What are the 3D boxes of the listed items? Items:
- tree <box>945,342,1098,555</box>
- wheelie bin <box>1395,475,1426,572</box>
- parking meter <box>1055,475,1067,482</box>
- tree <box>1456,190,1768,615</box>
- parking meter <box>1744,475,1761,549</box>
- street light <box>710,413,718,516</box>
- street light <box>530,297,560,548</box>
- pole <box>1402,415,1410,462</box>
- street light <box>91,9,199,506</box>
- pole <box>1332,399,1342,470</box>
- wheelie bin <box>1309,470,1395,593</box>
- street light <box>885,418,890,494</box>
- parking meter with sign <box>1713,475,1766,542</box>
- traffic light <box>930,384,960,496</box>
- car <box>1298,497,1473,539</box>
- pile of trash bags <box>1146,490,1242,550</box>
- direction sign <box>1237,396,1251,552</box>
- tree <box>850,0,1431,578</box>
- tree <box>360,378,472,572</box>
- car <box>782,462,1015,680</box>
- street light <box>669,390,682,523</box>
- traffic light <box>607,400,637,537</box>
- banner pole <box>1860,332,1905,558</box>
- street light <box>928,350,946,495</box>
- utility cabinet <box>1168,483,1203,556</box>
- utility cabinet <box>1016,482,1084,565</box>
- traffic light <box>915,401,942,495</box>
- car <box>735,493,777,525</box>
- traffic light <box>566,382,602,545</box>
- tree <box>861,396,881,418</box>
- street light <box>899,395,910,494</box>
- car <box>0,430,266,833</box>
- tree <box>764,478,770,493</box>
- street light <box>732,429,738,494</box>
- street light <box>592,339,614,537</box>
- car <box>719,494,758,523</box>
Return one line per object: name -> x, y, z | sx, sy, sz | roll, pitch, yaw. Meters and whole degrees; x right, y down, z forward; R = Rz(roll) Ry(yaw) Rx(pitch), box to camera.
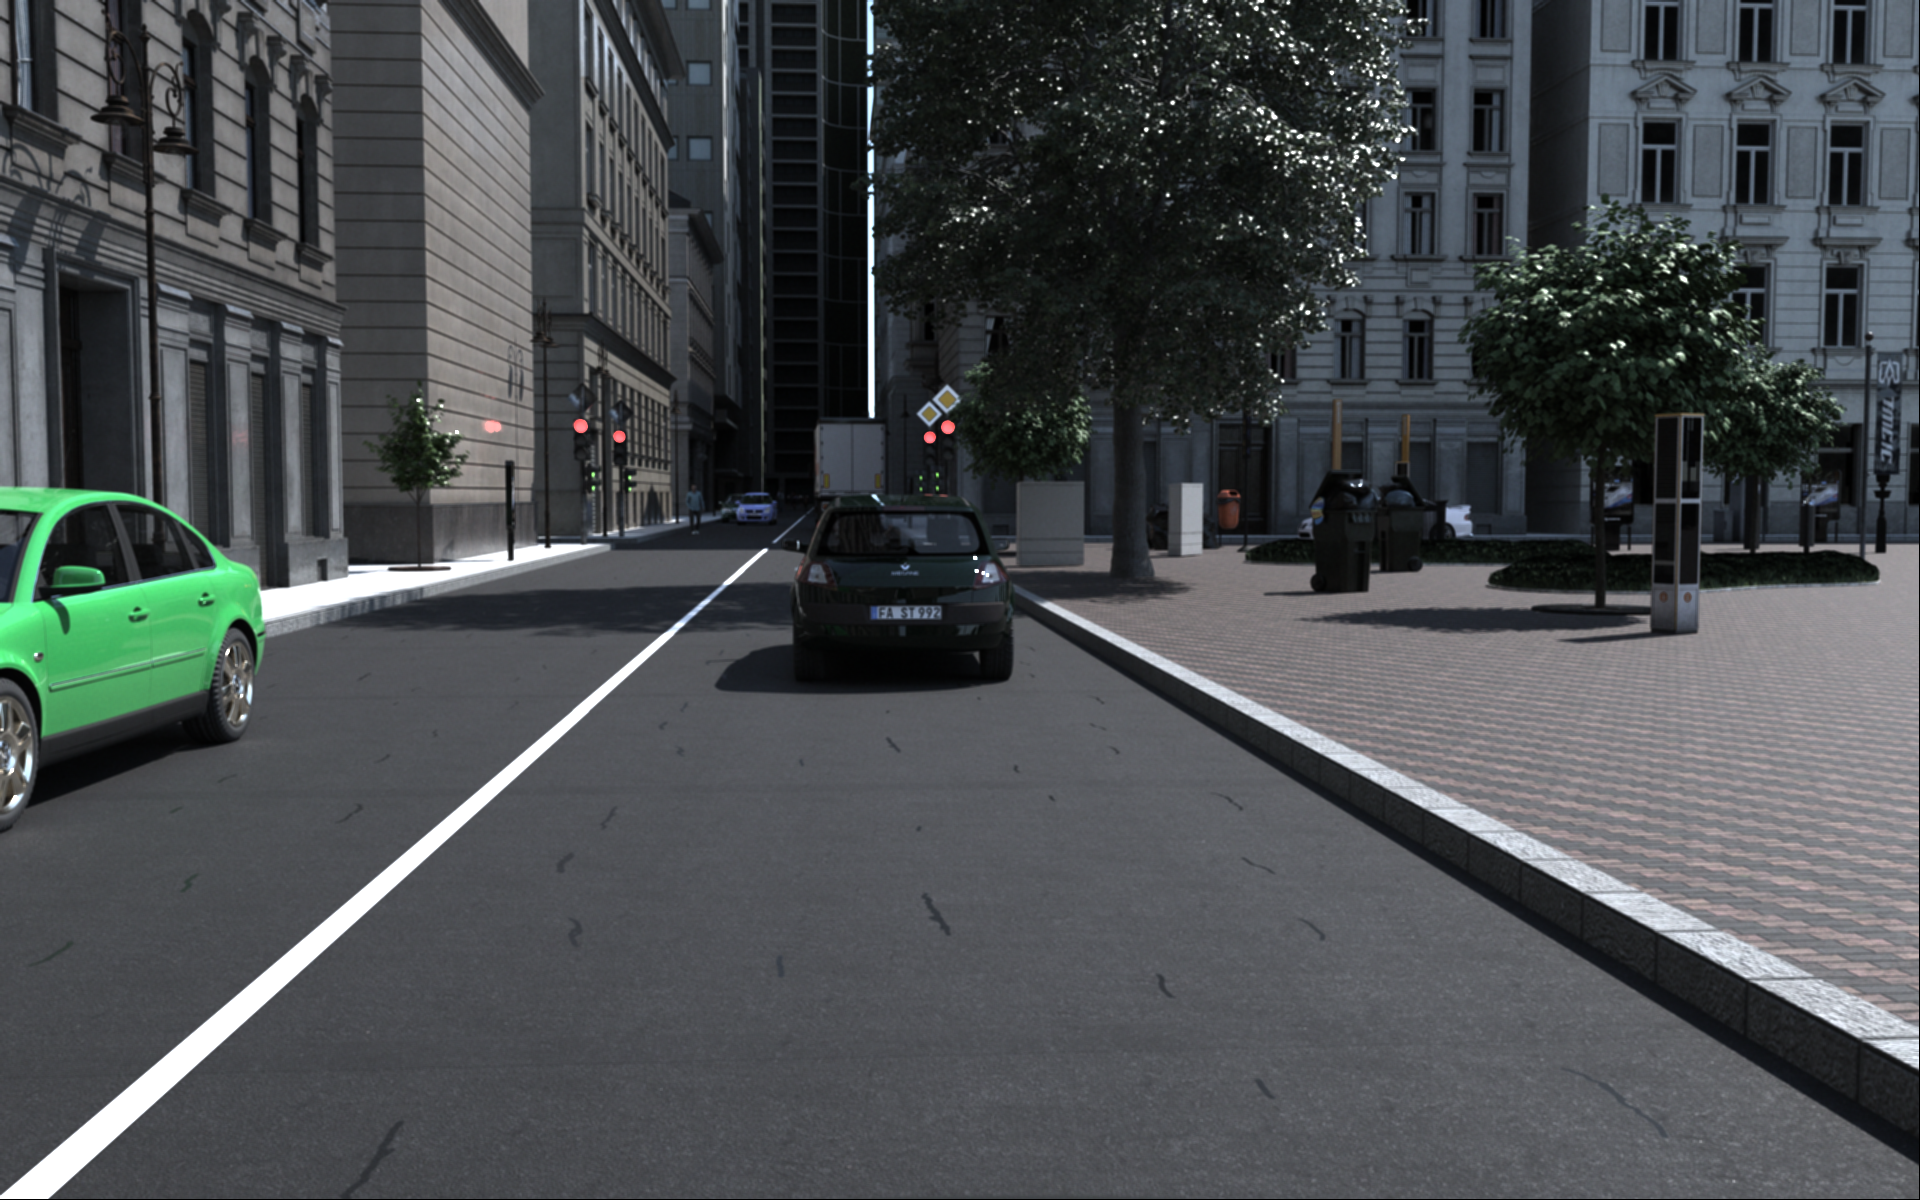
tree -> 1.334, -3.271, 37.195 | 4.285, 4.588, 4.351 | 0, 3, 0
wheelie bin -> 7.318, -1.279, 28.827 | 0.693, 1.594, 0.980 | 0, 4, -7
parking meter -> 3.028, -2.827, 51.932 | 0.255, 1.863, 0.399 | 2, 4, 28
tree -> 7.112, -2.155, 18.942 | 4.285, 4.588, 4.351 | 0, 3, 0
parking meter -> 18.458, -2.117, 40.329 | 0.255, 1.863, 0.399 | 3, 5, 42
street light -> -14.147, -7.754, 99.572 | 0.468, 5.910, 1.993 | 0, 4, -4
street light -> -9.776, -4.166, 40.907 | 0.468, 5.910, 1.993 | 0, 4, -4
pole -> 11.455, -3.102, 44.567 | 0.158, 3.312, 0.155 | 0, 3, 0
street light -> -8.014, -2.716, 17.197 | 0.468, 5.910, 1.993 | 0, 4, -4
pole -> 8.119, -2.661, 37.350 | 0.158, 3.312, 0.155 | 0, 3, 0
wheelie bin -> 5.077, -0.910, 22.785 | 0.980, 1.594, 0.693 | -2, 4, -35
street light -> -4.356, -7.974, 103.166 | 0.468, 5.910, 1.993 | 0, 4, -4
parking meter with sign -> 21.009, -3.070, 46.451 | 1.738, 3.016, 0.543 | -2, 4, -25
traffic light -> -0.344, -3.388, 44.319 | 0.839, 4.253, 0.868 | 0, 4, -4
car -> 11.865, -2.206, 48.429 | 4.827, 1.381, 2.083 | 0, 4, -6
pile of trash bags -> 5.367, -1.912, 41.015 | 3.447, 1.369, 1.912 | -3, 4, -38
direction sign -> 6.348, -2.838, 38.400 | 0.379, 3.537, 0.876 | 0, 4, -1
tree -> 2.659, -7.322, 26.378 | 9.857, 13.997, 8.962 | 0, 3, 0
tree -> -9.032, -2.102, 28.966 | 1.663, 3.219, 1.824 | 0, 3, 0
car -> -0.531, -0.304, 14.752 | 2.009, 1.686, 4.222 | 0, 4, -4
street light -> -12.410, -6.304, 75.859 | 0.468, 5.910, 1.993 | 0, 4, -4
traffic light -> -10.078, -3.832, 51.581 | 0.839, 4.253, 0.868 | 0, 4, -4
banner pole -> 14.308, -2.261, 26.987 | 0.863, 3.779, 0.401 | -1, 4, -13
street light -> -0.744, -5.074, 55.753 | 0.468, 5.910, 1.993 | 0, 4, -4
utility cabinet -> 4.656, -1.660, 35.817 | 0.318, 1.500, 1.173 | 2, 4, 30
utility cabinet -> 1.606, -1.359, 30.895 | 1.173, 1.500, 0.318 | -1, 4, -12
traffic light -> -0.943, -3.875, 52.282 | 0.839, 4.253, 0.868 | 0, 4, -4
car -> -9.448, -4.347, 80.658 | 1.945, 1.707, 3.694 | 0, 4, -3
traffic light -> -9.478, -3.345, 43.618 | 0.839, 4.253, 0.868 | 0, 4, -4
tree -> -5.590, -11.044, 130.936 | 4.360, 8.622, 3.978 | 0, 3, 0
street light -> -2.517, -6.524, 79.462 | 0.468, 5.910, 1.993 | 0, 4, -4
car -> -4.979, 0.012, 8.608 | 1.959, 1.807, 4.718 | 0, 4, -3
tree -> -19.567, -10.881, 172.503 | 1.663, 3.219, 1.824 | 0, 3, 0
street light -> -16.030, -9.204, 123.273 | 0.468, 5.910, 1.993 | 0, 4, -4
street light -> -10.651, -4.832, 51.787 | 0.468, 5.910, 1.993 | 0, 4, -4
car -> -11.009, -4.600, 87.013 | 2.131, 1.459, 4.920 | 0, 4, -5
